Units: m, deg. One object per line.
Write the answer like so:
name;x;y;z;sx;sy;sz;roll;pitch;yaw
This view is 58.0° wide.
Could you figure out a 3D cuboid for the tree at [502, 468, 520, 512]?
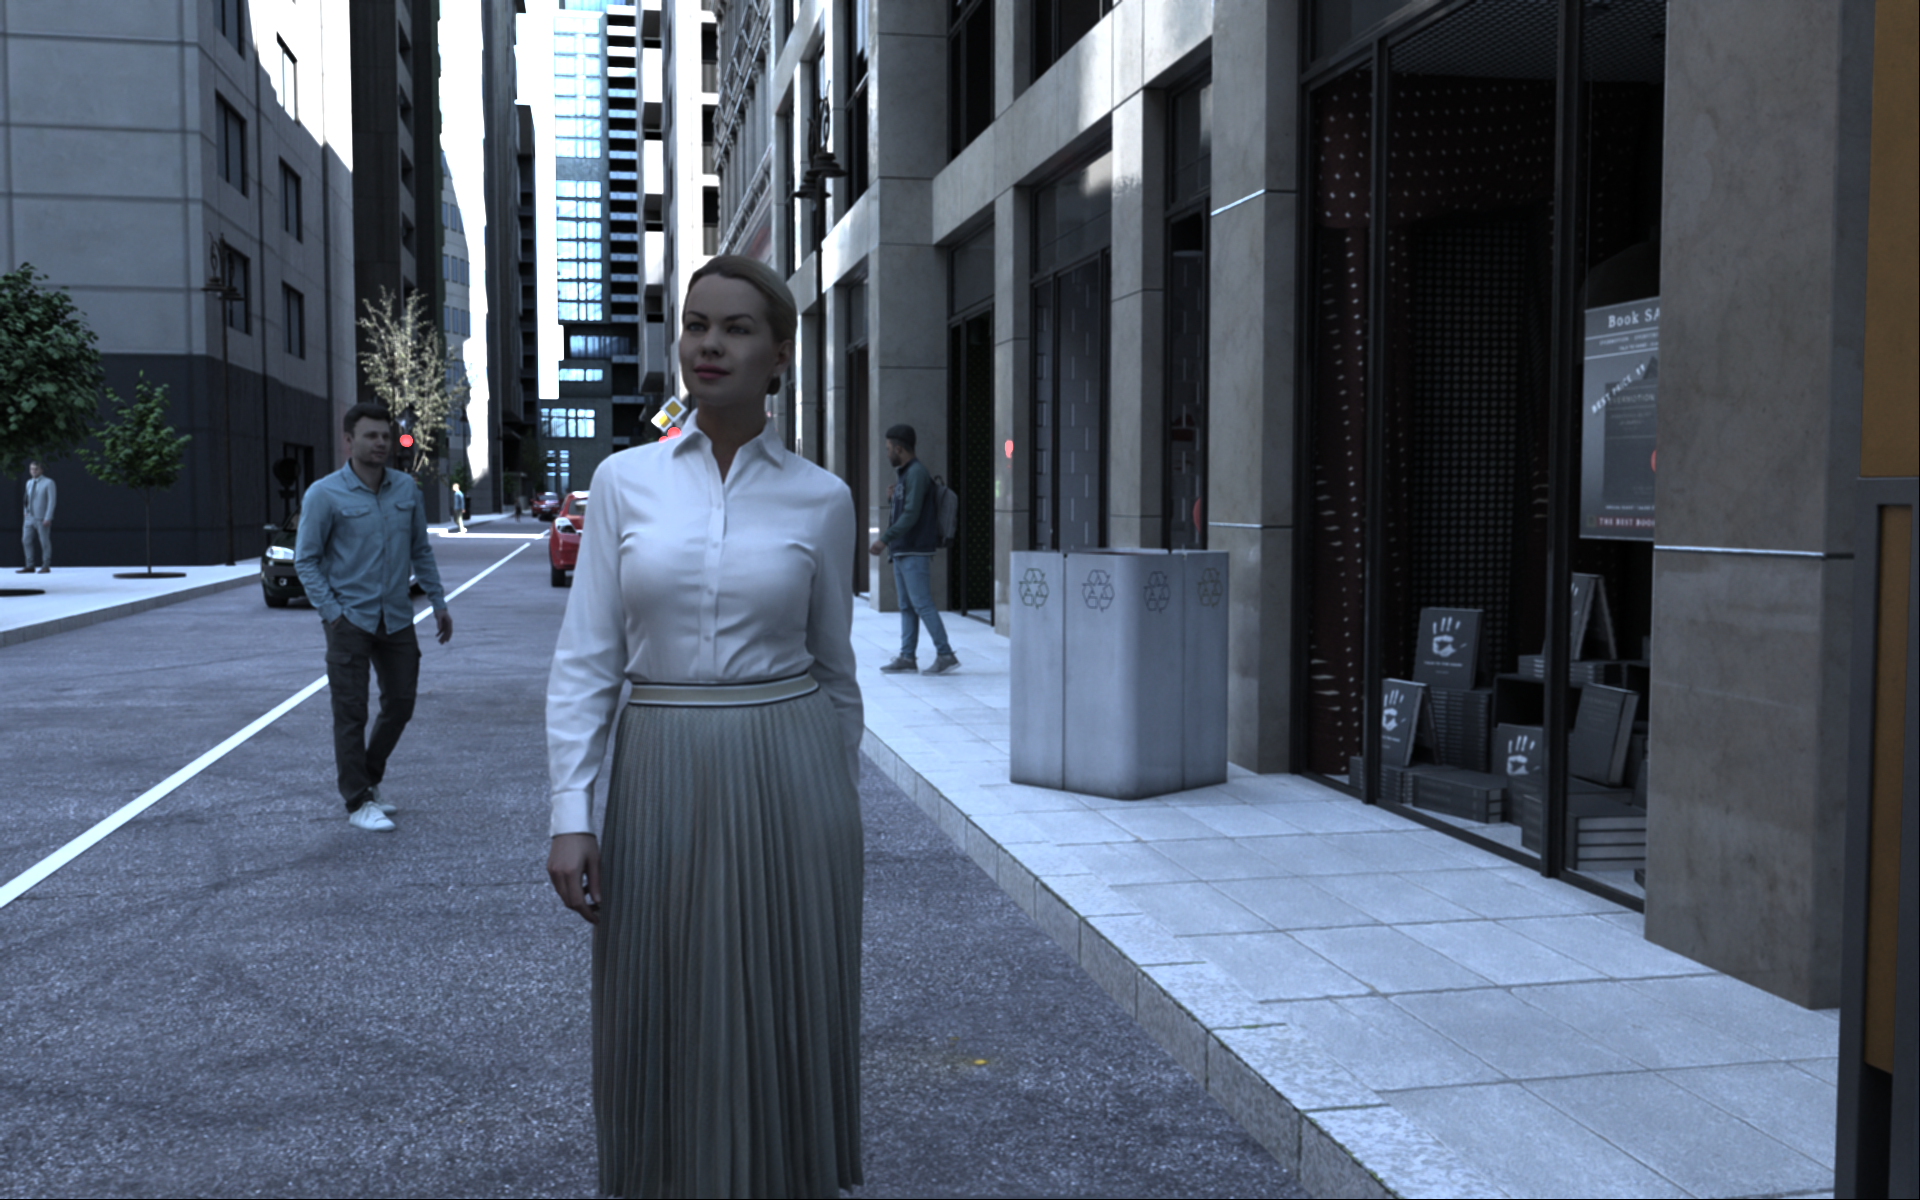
tree;-33.000;-8.071;126.566;1.663;3.219;1.824;0;3;0

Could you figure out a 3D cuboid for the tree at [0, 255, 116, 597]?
tree;-12.532;-2.344;22.031;4.285;4.588;4.351;0;3;0

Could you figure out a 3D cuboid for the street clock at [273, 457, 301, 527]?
street clock;-13.320;-1.819;34.316;0.358;2.002;0.471;3;5;43

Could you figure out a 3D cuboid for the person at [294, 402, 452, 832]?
person;-2.595;0.058;7.575;0.620;1.820;0.660;3;4;36

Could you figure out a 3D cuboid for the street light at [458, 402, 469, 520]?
street light;-24.100;-6.818;84.263;0.468;5.910;1.993;-1;4;-12

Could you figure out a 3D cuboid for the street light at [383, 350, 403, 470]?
street light;-18.202;-5.074;55.747;0.468;5.910;1.993;-1;4;-12

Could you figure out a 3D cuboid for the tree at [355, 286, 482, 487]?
tree;-19.495;-6.806;61.638;4.360;8.622;3.978;0;3;0

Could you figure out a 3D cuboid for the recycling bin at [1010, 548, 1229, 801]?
recycling bin;0.706;0.297;7.693;0.722;1.027;0.722;-3;5;-45

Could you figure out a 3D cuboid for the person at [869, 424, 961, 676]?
person;-0.346;-0.366;12.383;0.721;1.781;0.623;-1;4;-16

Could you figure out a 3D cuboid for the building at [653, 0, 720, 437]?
building;-21.293;-44.499;165.816;20.563;71.187;20.611;-1;4;-12

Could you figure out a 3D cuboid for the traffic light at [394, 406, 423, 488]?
traffic light;-17.665;-4.072;55.493;0.839;4.253;0.868;-1;4;-12

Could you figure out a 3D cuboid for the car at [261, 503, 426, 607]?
car;-8.210;-0.828;23.325;2.009;1.686;4.222;-1;4;-11

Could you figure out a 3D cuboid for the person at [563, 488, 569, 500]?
person;-25.646;-6.379;112.972;0.511;1.800;0.466;-3;5;-44

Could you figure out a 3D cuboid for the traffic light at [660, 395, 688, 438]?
traffic light;-8.159;-3.694;49.311;0.839;4.253;0.868;-1;4;-12

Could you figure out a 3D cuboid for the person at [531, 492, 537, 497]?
person;-46.220;-11.123;188.628;1.217;1.743;0.721;1;4;20

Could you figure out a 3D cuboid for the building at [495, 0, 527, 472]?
building;-55.450;-35.048;162.271;28.713;52.752;27.495;-1;4;-12

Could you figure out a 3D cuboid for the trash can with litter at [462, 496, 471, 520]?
trash can with litter;-24.625;-4.562;85.970;0.624;1.170;1.055;-2;4;-25

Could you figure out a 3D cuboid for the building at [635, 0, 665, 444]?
building;-7.875;-32.241;116.374;28.713;52.752;27.495;-1;4;-12

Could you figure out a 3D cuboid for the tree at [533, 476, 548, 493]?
tree;-44.313;-11.527;183.067;1.663;3.219;1.824;0;3;0

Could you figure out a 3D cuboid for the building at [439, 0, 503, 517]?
building;-40.085;-34.503;106.121;21.231;58.520;28.212;-1;4;-12

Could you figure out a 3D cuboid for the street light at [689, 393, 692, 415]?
street light;-7.600;-4.652;48.841;0.468;5.910;1.993;-1;4;-12

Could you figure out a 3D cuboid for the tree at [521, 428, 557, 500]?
tree;-45.541;-14.415;186.053;4.737;8.622;4.395;0;3;0

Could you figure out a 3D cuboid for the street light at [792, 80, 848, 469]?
street light;-1.614;-2.882;19.902;0.468;5.910;1.993;-1;4;-12

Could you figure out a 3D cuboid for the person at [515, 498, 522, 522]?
person;-22.625;-4.621;88.729;0.362;1.253;0.373;-3;4;-38

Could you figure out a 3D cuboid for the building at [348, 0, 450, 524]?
building;-29.024;-18.294;70.802;14.160;30.474;14.107;-1;4;-12

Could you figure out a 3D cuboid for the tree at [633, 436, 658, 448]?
tree;-17.363;-6.978;97.812;4.285;4.588;4.351;0;3;0

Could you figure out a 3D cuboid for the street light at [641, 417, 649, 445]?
street light;-18.592;-7.926;102.379;0.468;5.910;1.993;-1;4;-12

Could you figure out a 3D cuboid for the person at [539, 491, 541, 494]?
person;-33.248;-7.811;137.127;0.541;1.710;0.530;1;4;19

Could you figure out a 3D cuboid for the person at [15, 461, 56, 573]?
person;-14.955;-1.343;28.094;0.635;1.810;0.391;1;4;10

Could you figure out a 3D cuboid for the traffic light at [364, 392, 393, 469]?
traffic light;-16.051;-3.593;47.672;0.839;4.253;0.868;-1;4;-12

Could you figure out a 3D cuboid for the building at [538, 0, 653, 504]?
building;-39.794;-55.588;221.536;31.000;86.520;22.319;-1;4;-12

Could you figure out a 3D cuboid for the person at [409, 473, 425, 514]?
person;-9.178;-1.228;28.917;0.601;1.785;0.444;-3;5;-43

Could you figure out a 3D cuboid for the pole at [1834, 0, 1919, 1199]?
pole;1.500;-0.538;2.637;0.158;3.312;0.155;0;3;0

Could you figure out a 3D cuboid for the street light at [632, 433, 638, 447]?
street light;-24.475;-9.645;130.476;0.468;5.910;1.993;-1;4;-12

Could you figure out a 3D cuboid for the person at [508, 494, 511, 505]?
person;-48.937;-11.098;188.311;0.721;1.723;1.217;-1;4;-15

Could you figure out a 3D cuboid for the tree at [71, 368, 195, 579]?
tree;-12.559;-1.968;26.785;1.663;3.219;1.824;0;3;0

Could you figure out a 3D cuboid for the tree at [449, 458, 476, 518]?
tree;-26.541;-5.978;92.349;1.663;3.219;1.824;0;3;0

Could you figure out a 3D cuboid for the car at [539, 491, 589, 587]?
car;-5.807;-1.184;28.405;2.155;1.783;4.494;-1;4;-13

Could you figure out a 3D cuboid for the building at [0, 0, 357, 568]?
building;-25.341;-36.595;36.585;20.611;71.187;20.563;-1;4;-12

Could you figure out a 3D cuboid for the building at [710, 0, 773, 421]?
building;-0.171;-12.943;40.493;11.050;23.489;19.941;-1;4;-12

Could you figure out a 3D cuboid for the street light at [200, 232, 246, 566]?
street light;-13.046;-3.548;30.798;0.468;5.910;1.993;-1;4;-12

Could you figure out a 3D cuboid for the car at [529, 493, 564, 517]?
car;-25.882;-6.091;108.633;2.155;1.783;4.494;-1;4;-12

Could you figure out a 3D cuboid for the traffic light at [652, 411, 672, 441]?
traffic light;-9.773;-4.172;57.132;0.839;4.253;0.868;-1;4;-12

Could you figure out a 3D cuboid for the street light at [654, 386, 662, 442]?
street light;-12.853;-6.193;74.035;0.468;5.910;1.993;-1;4;-12

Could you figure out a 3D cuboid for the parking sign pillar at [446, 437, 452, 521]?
parking sign pillar;-24.563;-5.660;81.017;1.447;3.967;1.447;3;5;40

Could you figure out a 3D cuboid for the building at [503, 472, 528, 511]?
building;-51.370;-27.238;137.216;32.217;40.220;23.993;-1;4;-12

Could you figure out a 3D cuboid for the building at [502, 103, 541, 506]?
building;-54.706;-33.260;193.917;14.200;45.320;14.600;-1;4;-12

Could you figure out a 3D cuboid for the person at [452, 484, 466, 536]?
person;-17.170;-3.093;59.408;0.444;1.785;0.601;-1;4;-22

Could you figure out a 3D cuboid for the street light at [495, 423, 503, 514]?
street light;-29.985;-8.569;112.890;0.468;5.910;1.993;-1;4;-12

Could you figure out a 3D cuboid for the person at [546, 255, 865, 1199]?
person;-0.376;0.363;2.789;0.478;1.798;0.641;0;4;5

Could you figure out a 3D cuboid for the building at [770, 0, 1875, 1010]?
building;9.576;-12.862;14.815;19.350;26.468;34.151;-1;4;-12
